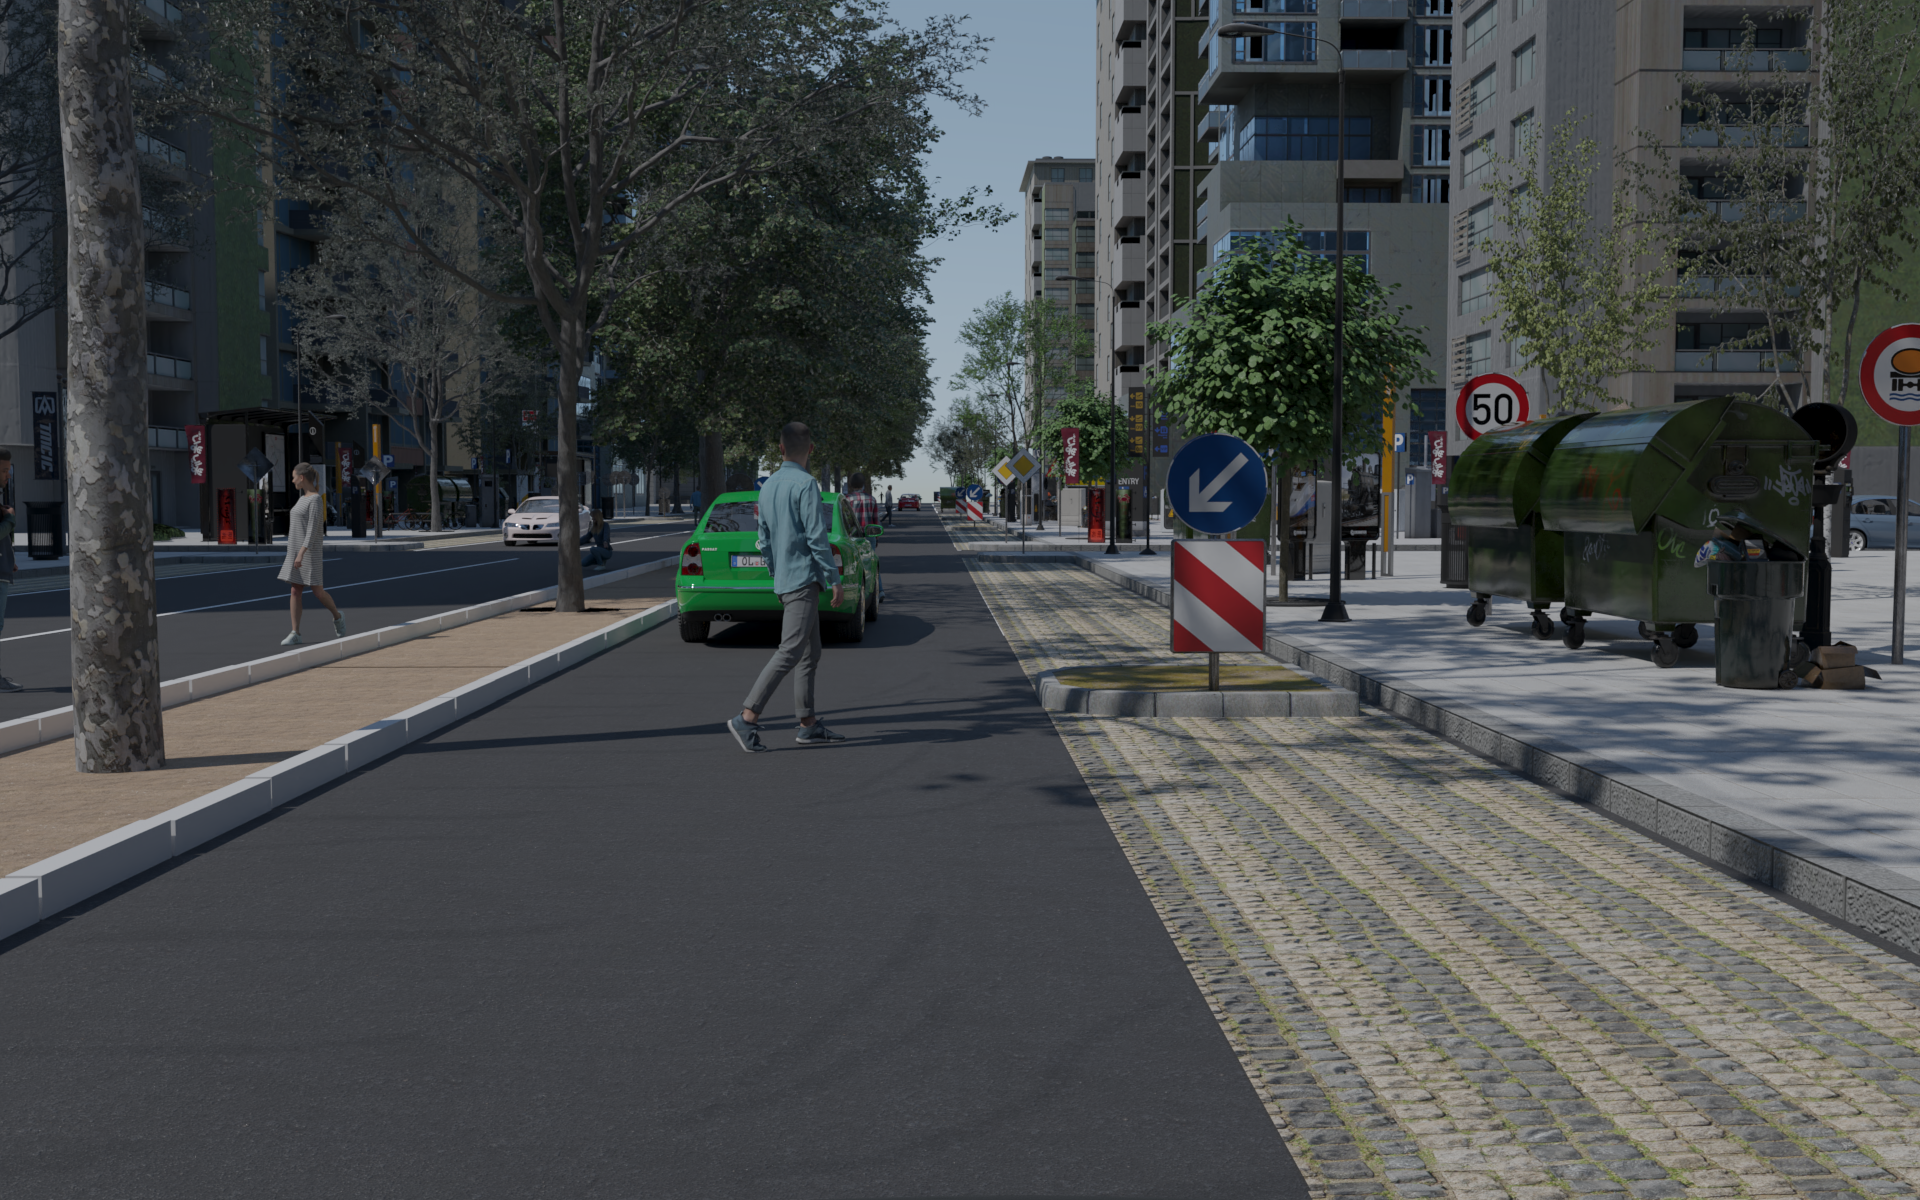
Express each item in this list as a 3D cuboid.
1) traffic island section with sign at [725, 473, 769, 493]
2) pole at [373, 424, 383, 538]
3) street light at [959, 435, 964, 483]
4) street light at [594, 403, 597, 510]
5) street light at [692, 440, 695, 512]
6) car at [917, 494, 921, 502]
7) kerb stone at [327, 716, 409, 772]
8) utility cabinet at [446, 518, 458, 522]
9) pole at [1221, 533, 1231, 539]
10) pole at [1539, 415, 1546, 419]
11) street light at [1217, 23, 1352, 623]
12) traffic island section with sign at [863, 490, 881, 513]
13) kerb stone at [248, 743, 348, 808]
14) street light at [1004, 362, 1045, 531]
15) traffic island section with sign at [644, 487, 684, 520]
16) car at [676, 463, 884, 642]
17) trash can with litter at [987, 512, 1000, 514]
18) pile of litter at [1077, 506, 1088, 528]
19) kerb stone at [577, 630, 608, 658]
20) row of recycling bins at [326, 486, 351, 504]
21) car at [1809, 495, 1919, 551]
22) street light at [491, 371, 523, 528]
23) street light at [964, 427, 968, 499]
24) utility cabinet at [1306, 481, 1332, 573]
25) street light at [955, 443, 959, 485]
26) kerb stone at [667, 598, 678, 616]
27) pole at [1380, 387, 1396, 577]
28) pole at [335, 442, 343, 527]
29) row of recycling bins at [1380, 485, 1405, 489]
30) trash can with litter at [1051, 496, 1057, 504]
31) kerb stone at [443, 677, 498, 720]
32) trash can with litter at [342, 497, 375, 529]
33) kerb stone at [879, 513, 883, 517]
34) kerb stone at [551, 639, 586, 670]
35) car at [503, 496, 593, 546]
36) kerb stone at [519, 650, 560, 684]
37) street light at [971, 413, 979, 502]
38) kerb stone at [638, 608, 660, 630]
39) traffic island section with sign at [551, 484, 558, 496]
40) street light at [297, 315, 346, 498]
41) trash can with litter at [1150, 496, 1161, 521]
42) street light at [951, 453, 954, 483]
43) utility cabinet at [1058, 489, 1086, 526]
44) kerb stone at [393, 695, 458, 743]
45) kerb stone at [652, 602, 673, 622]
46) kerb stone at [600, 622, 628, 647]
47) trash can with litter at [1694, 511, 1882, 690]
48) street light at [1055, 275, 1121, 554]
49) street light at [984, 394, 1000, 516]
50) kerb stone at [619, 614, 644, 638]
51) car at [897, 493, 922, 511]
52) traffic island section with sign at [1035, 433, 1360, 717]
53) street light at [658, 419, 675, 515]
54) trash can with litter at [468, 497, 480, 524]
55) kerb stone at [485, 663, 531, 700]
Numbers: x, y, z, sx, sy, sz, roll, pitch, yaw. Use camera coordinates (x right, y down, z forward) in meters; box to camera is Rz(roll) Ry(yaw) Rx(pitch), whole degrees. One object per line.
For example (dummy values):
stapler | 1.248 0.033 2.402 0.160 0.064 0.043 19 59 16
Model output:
traffic island section with sign | -4.963 -2.239 44.750 2.006 1.907 1.989 0 4 -1
pole | -17.082 -3.483 50.796 0.158 3.312 0.155 0 3 0
street light | 0.892 -10.016 136.309 1.470 5.913 1.316 0 4 -1
street light | -17.455 -6.899 85.342 1.470 5.913 1.316 0 4 -1
street light | -18.068 -9.090 121.168 1.470 5.913 1.316 0 4 -1
car | -7.136 -16.453 277.796 1.959 1.807 4.718 0 4 -3
kerb stone | -3.218 0.782 9.406 0.120 0.150 1.000 0 4 -1
utility cabinet | -23.781 -4.259 80.797 0.306 1.237 1.020 -3 5 -44
pole | 4.675 -2.228 30.278 0.158 3.312 0.155 0 3 0
pole | 14.955 -3.099 44.512 0.158 3.312 0.155 0 3 0
street light | 3.241 -2.737 17.287 1.470 5.913 1.316 0 4 -1
traffic island section with sign | -6.433 -6.834 119.874 2.006 1.907 1.989 0 4 -1
kerb stone | -3.201 0.849 8.379 0.120 0.150 1.000 0 4 -1
street light | 2.296 -5.405 60.907 1.470 5.913 1.316 0 4 -1
traffic island section with sign | -16.133 -5.251 94.474 1.989 1.847 2.006 0 4 -1
car | -1.808 -0.572 18.150 1.959 1.807 4.718 0 4 1
trash can with litter | 2.443 -6.048 109.942 2.233 1.210 1.678 0 4 1
pile of litter | 5.049 -3.172 65.834 1.176 0.858 1.719 0 4 4
kerb stone | -3.341 0.406 15.552 0.120 0.150 1.000 0 4 -1
row of recycling bins | -28.287 -4.184 75.526 3.534 1.692 1.069 -1 4 -15
car | 21.826 -1.760 40.773 4.499 1.417 2.014 0 4 -1
street light | -16.945 -5.656 65.015 1.470 5.913 1.316 0 4 -1
street light | 1.186 -8.984 119.425 1.470 5.913 1.316 0 4 -1
utility cabinet | 5.698 -1.179 27.952 0.318 1.500 1.173 3 5 40
street light | 0.490 -11.275 156.881 1.470 5.913 1.316 0 4 -1
kerb stone | -3.438 0.093 20.680 0.120 0.150 1.000 0 4 -1
pole | 6.644 -2.019 26.854 0.158 3.312 0.155 0 3 0
pole | -24.318 -4.525 67.820 0.158 3.312 0.155 0 3 0
row of recycling bins | 19.224 -4.227 76.218 3.534 1.692 1.069 1 4 23
trash can with litter | 4.852 -5.150 95.583 1.055 1.170 0.624 0 4 -5
kerb stone | -3.255 0.657 11.454 0.120 0.150 1.000 0 4 -1
trash can with litter | -22.047 -3.185 63.465 1.055 1.170 0.624 -3 5 -44
kerb stone | -5.347 -5.897 118.615 0.120 0.150 1.000 0 4 -1
kerb stone | -3.315 0.469 14.530 0.120 0.150 1.000 0 4 -1
car | -11.693 -2.262 49.339 2.083 1.381 4.827 0 4 -2
kerb stone | -3.303 0.532 13.508 0.120 0.150 1.000 0 4 -1
street light | 1.490 -7.791 99.918 1.470 5.913 1.316 0 4 -1
kerb stone | -3.395 0.219 18.627 0.120 0.150 1.000 0 4 -1
traffic island section with sign | -15.603 -3.587 67.275 1.989 1.847 2.006 0 4 -1
street light | -16.599 -4.433 45.018 1.470 5.913 1.316 0 4 -1
trash can with litter | 9.562 -4.439 83.636 1.678 1.210 2.233 -2 4 -30
street light | 0.038 -12.496 176.843 1.470 5.913 1.316 0 4 -1
utility cabinet | 4.457 -3.706 69.264 1.173 1.500 0.318 3 5 41
kerb stone | -3.238 0.722 10.430 0.120 0.150 1.000 0 4 -1
kerb stone | -3.424 0.156 19.649 0.120 0.150 1.000 0 4 -1
kerb stone | -3.351 0.344 16.574 0.120 0.150 1.000 0 4 -1
trash can with litter | 5.512 -0.010 11.547 1.055 1.170 0.624 0 4 0
street light | 2.717 -3.935 36.884 1.470 5.913 1.316 0 4 -1
street light | 1.962 -6.598 80.414 1.470 5.913 1.316 0 4 -1
kerb stone | -3.377 0.281 17.602 0.120 0.150 1.000 0 4 -1
car | -4.238 -8.313 144.953 2.155 1.783 4.494 0 4 1
traffic island section with sign | 1.543 -0.205 11.984 1.989 1.847 2.006 0 4 -1
street light | -17.765 -8.151 105.802 1.470 5.913 1.316 0 4 -1
trash can with litter | -20.969 -3.899 75.142 0.624 1.170 1.055 0 4 -6
kerb stone | -3.284 0.595 12.476 0.120 0.150 1.000 0 4 -1
